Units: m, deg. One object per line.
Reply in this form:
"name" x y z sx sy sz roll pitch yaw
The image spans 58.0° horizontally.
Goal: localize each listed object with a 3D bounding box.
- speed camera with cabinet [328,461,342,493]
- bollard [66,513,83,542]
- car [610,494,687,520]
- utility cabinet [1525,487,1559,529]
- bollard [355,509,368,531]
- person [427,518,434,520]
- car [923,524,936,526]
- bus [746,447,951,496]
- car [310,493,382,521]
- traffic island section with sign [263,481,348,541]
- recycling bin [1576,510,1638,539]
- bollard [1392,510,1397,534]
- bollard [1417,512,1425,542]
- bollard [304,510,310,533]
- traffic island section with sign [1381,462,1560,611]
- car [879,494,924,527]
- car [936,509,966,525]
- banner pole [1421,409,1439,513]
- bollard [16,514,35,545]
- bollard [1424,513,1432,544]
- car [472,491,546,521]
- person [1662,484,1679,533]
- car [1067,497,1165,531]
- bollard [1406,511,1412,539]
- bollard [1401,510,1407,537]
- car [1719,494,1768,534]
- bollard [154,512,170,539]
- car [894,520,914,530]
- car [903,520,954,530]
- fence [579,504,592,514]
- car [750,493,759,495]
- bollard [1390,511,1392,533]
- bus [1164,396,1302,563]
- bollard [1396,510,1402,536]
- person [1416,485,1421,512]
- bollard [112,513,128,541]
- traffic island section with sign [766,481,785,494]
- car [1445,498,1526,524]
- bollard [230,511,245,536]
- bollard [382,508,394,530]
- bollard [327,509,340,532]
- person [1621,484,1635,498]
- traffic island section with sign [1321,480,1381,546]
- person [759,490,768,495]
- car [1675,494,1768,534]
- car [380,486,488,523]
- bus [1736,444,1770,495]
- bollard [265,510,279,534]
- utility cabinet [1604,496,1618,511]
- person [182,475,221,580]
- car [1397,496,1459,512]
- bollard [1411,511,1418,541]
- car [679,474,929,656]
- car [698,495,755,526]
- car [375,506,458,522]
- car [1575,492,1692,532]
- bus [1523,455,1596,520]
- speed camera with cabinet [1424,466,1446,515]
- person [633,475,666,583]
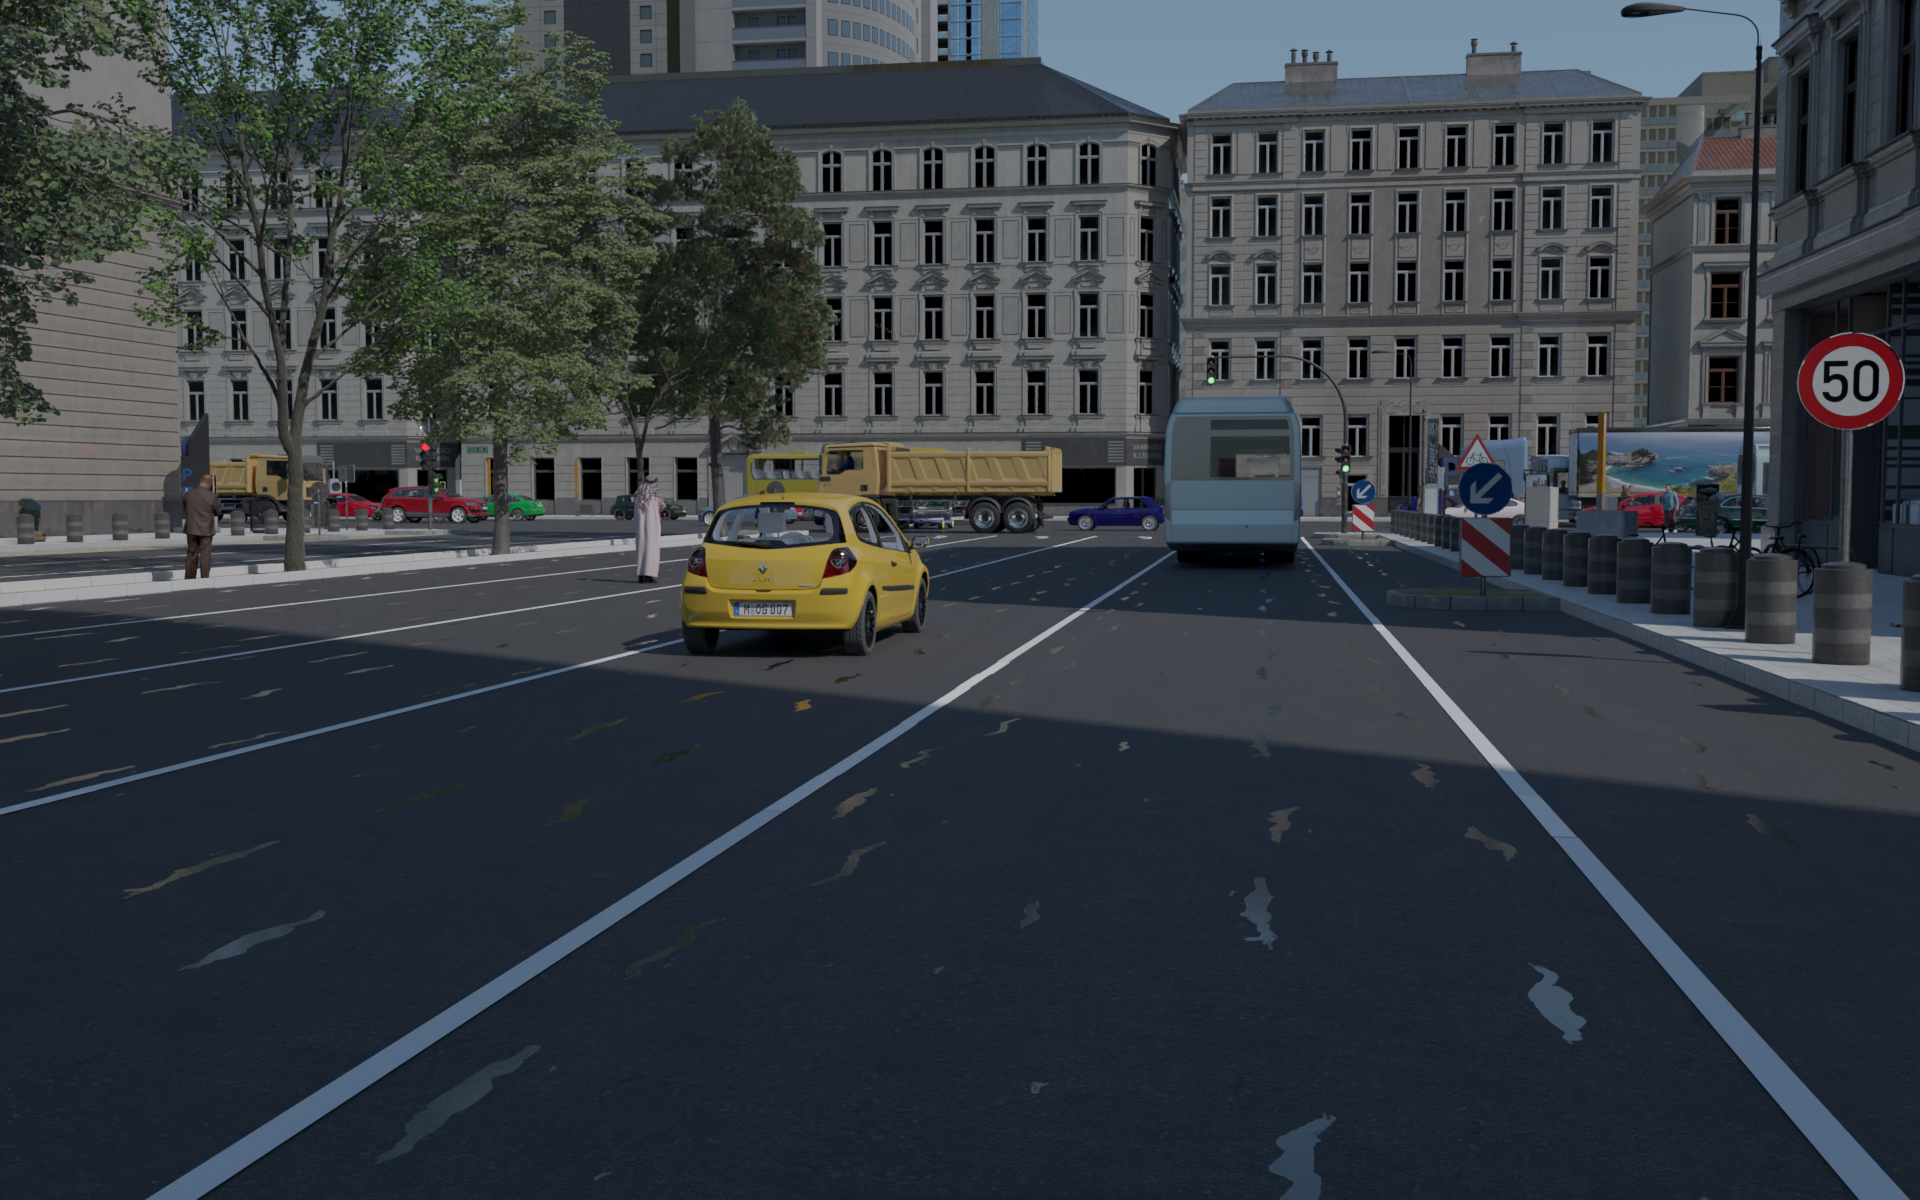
"speed camera with cabinet" -38.002 -6.666 103.320 2.038 3.252 0.660 -3 4 -36
"bollard" -23.537 -1.916 46.042 0.404 0.777 0.398 0 3 0
"car" -17.239 -5.256 95.723 4.222 1.686 2.009 1 4 8
"utility cabinet" 17.180 -2.595 51.113 0.318 1.500 1.173 -1 4 -17
"bollard" -20.967 -2.812 60.696 0.404 0.777 0.398 0 3 0
"person" -29.825 -5.411 97.386 0.534 1.772 0.576 0 4 -5
"car" -2.866 -4.030 78.251 4.827 1.381 2.083 1 4 8
"bus" -5.167 -6.165 92.338 12.252 3.916 2.896 1 4 9
"car" -32.983 -5.153 93.294 4.494 1.783 2.155 1 4 11
"traffic island section with sign" -20.139 -2.753 53.636 1.989 1.847 2.006 1 4 10
"recycling bin" 9.883 -0.851 26.466 0.722 1.027 0.722 3 4 39
"bollard" 14.058 -2.475 55.176 0.404 0.777 0.398 0 3 0
"bollard" 12.454 -1.916 46.042 0.404 0.777 0.398 0 3 0
"bollard" -21.614 -2.588 57.025 0.404 0.777 0.398 0 3 0
"traffic island section with sign" 6.570 -0.840 22.359 1.989 1.847 2.006 1 4 10
"car" -3.253 -4.052 75.289 4.494 1.783 2.155 1 4 11
"car" 0.579 -4.455 81.516 5.304 1.827 2.281 1 4 10
"banner pole" 13.679 -3.704 50.580 0.401 3.779 0.863 -2 4 -26
"bollard" -23.861 -1.804 44.217 0.404 0.777 0.398 0 3 0
"bollard" 12.135 -1.804 44.214 0.404 0.777 0.398 0 3 0
"car" -24.710 -5.159 93.138 4.718 1.807 1.959 1 4 9
"person" 26.492 -3.427 64.548 0.660 1.820 0.620 3 5 44
"car" 6.202 -3.396 68.102 3.894 1.354 1.945 1 4 11
"bollard" 13.098 -2.139 49.697 0.404 0.777 0.398 0 3 0
"bollard" 13.416 -2.251 51.525 0.404 0.777 0.398 0 3 0
"car" 28.483 -3.164 60.779 4.494 1.783 2.155 1 4 11
"bollard" -22.896 -2.140 49.703 0.404 0.777 0.398 0 3 0
"car" -3.787 -3.422 68.529 3.894 1.354 1.945 1 4 11
"car" -1.276 -3.778 71.359 1.945 1.707 3.694 1 4 9
"fence" -21.606 -5.180 100.060 0.278 0.683 2.069 1 4 9
"car" -9.832 -4.552 83.471 4.494 1.783 2.155 1 4 11
"bollard" 14.381 -2.587 57.010 0.404 0.777 0.398 0 3 0
"bus" 6.344 -2.718 39.306 2.948 3.499 13.247 1 4 10
"bollard" 13.739 -2.363 53.350 0.404 0.777 0.398 0 3 0
"person" 19.446 -3.941 73.063 0.598 1.807 0.434 -2 4 -32
"bollard" -23.218 -2.028 47.867 0.404 0.777 0.398 0 3 0
"traffic island section with sign" -6.580 -3.182 60.163 2.006 1.907 1.989 1 4 10
"car" 20.520 -3.403 68.004 4.827 1.381 2.083 1 4 11
"bollard" -22.257 -2.363 53.355 0.404 0.777 0.398 0 3 0
"bollard" -20.646 -2.924 62.523 0.404 0.777 0.398 0 3 0
"bollard" -21.292 -2.699 58.851 0.404 0.777 0.398 0 3 0
"person" 27.509 -3.844 71.321 0.580 1.828 0.573 1 4 16
"traffic island section with sign" 11.238 -2.464 48.908 1.989 1.847 2.006 1 4 10
"person" -4.465 -1.717 39.107 0.480 1.512 0.613 2 4 27
"car" 26.909 -2.869 58.708 4.920 1.459 2.131 1 4 9
"car" -25.971 -4.710 85.679 5.304 1.827 2.281 1 4 9
"bus" 35.655 -4.176 63.136 13.247 3.499 2.948 1 4 9
"bollard" -21.936 -2.475 55.180 0.404 0.777 0.398 0 3 0
"utility cabinet" 19.836 -2.556 52.959 0.306 1.237 1.020 3 4 36
"person" -12.057 -1.123 27.545 0.565 1.739 0.600 -2 4 -27
"car" 20.729 -3.780 74.378 3.894 1.354 1.945 1 4 10
"bollard" 12.773 -2.028 47.872 0.404 0.777 0.398 0 3 0
"car" -1.395 -0.408 16.889 2.015 1.641 3.980 1 4 9
"car" -9.651 -4.070 78.550 4.499 1.417 2.014 1 4 10
"car" -28.048 -4.797 90.235 4.920 1.459 2.131 1 4 8
"car" 25.982 -3.516 66.521 4.494 1.783 2.155 1 4 9
"bus" 31.150 -4.980 76.275 13.247 3.499 2.948 1 4 9
"speed camera with cabinet" 15.281 -3.755 55.724 0.660 3.252 2.038 1 4 18
"person" -5.004 -1.146 27.904 0.551 1.740 0.621 0 4 -3
